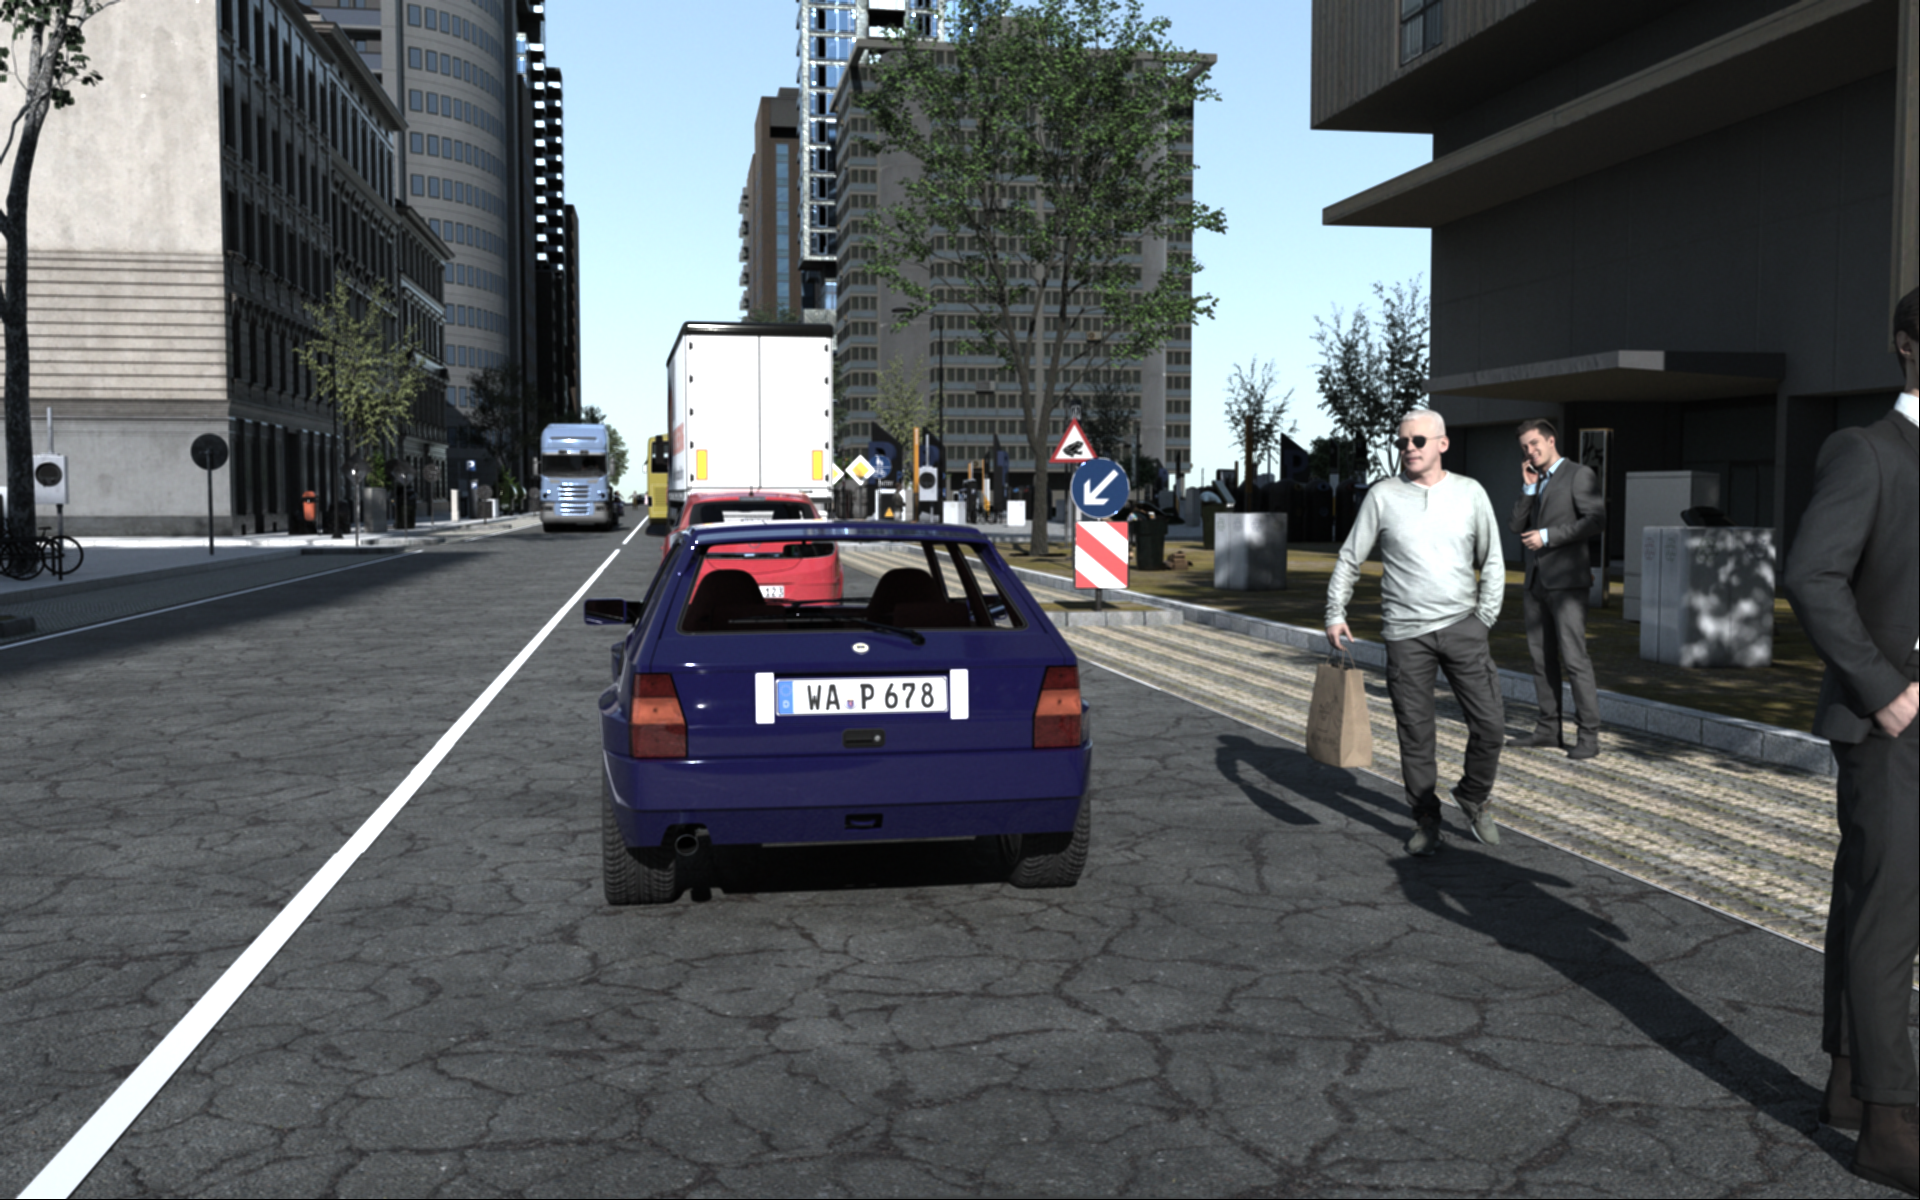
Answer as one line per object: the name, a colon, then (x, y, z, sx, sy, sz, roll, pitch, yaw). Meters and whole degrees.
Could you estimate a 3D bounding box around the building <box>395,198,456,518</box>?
building: (-35.444, -14.356, 99.342, 10.561, 19.102, 19.286, -1, 4, -10)

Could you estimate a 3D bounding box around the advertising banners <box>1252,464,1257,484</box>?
advertising banners: (17.214, -6.225, 97.961, 0.090, 3.025, 2.074, -3, 5, -41)

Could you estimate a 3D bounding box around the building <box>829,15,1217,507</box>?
building: (2.499, -27.716, 145.044, 32.217, 40.220, 23.993, -1, 4, -10)

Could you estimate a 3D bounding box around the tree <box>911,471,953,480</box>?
tree: (-1.431, -5.043, 77.053, 1.663, 3.219, 1.824, 0, 3, 0)

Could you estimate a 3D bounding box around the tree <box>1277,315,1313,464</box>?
tree: (15.129, -7.076, 66.057, 4.360, 8.622, 3.978, 0, 3, 0)

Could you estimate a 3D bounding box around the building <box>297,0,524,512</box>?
building: (-46.310, -36.255, 134.772, 21.231, 58.520, 28.212, -1, 4, -10)

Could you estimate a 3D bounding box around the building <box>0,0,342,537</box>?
building: (-28.077, -12.878, 59.710, 9.793, 20.994, 18.267, -1, 4, -10)

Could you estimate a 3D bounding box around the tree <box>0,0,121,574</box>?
tree: (-16.542, -10.527, 28.007, 12.611, 20.169, 13.585, 0, 3, 0)

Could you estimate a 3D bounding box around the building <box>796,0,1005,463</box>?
building: (-7.237, -52.425, 169.826, 22.319, 86.520, 31.000, -1, 4, -10)

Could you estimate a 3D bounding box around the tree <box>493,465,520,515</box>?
tree: (-27.693, -6.736, 104.742, 1.663, 3.219, 1.824, 0, 3, 0)

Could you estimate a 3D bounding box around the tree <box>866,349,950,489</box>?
tree: (-2.736, -8.480, 89.013, 4.737, 8.622, 4.395, 0, 3, 0)

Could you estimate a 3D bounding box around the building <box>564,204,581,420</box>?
building: (-64.138, -37.234, 258.884, 14.600, 45.320, 14.200, -1, 4, -10)

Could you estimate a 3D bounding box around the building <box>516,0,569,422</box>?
building: (-63.695, -56.401, 234.826, 22.319, 86.520, 31.000, -1, 4, -10)

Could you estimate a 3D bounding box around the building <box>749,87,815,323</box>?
building: (-15.396, -33.182, 192.640, 14.600, 45.320, 14.200, -1, 4, -10)

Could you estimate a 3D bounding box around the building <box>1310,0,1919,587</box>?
building: (22.443, -26.557, 23.441, 28.713, 52.752, 27.495, -1, 4, -10)

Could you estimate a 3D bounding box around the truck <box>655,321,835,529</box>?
truck: (-4.385, -2.745, 33.802, 2.839, 4.237, 11.283, -1, 4, -11)

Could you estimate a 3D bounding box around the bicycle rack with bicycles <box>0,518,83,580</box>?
bicycle rack with bicycles: (-14.780, -0.776, 26.071, 2.925, 0.926, 2.852, -2, 4, -29)

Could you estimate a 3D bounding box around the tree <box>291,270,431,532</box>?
tree: (-19.960, -6.579, 57.927, 4.737, 8.622, 4.395, 0, 3, 0)

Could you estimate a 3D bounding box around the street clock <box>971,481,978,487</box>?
street clock: (0.694, -5.380, 92.541, 0.471, 2.002, 0.358, -3, 4, -36)

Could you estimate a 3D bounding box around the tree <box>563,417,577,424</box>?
tree: (-37.815, -13.271, 167.335, 4.360, 8.622, 3.978, 0, 3, 0)

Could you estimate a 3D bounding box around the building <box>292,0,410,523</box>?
building: (-31.975, -15.266, 78.483, 11.050, 23.489, 19.941, -1, 4, -10)

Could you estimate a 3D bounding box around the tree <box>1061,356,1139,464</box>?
tree: (7.649, -8.639, 91.613, 4.360, 8.622, 3.978, 0, 3, 0)

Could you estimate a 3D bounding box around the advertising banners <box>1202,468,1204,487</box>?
advertising banners: (15.999, -7.293, 115.432, 0.090, 3.025, 2.074, 1, 4, 22)

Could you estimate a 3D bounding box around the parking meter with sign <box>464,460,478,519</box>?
parking meter with sign: (-24.907, -5.642, 88.506, 0.543, 3.016, 1.738, -2, 4, -23)

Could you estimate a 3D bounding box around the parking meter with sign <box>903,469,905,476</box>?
parking meter with sign: (-4.258, -7.573, 120.076, 0.543, 3.016, 1.738, 1, 4, 12)

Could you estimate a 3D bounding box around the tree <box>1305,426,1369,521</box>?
tree: (18.140, -6.139, 84.094, 4.285, 4.588, 4.351, 0, 3, 0)

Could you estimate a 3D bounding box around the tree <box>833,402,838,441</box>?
tree: (-9.649, -9.448, 104.843, 4.360, 8.622, 3.978, 0, 3, 0)

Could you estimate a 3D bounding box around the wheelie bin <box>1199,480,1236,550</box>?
wheelie bin: (5.890, -1.948, 39.760, 0.693, 1.594, 0.980, 2, 4, 27)

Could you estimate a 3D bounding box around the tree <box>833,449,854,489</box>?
tree: (-4.840, -4.652, 70.668, 1.663, 3.219, 1.824, 0, 3, 0)

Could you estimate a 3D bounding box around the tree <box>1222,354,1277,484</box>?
tree: (15.687, -8.653, 91.836, 4.360, 8.622, 3.978, 0, 3, 0)

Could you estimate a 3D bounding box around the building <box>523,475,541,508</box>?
building: (-56.220, -28.671, 160.650, 32.217, 40.220, 23.993, -1, 4, -10)

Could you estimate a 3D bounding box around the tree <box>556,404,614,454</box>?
tree: (-43.337, -16.677, 198.424, 9.928, 11.665, 9.643, 0, 3, 0)

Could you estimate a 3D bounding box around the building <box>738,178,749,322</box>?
building: (-19.917, -38.329, 246.287, 23.786, 49.044, 30.456, -1, 4, -10)

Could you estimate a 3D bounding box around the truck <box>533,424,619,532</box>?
truck: (-15.640, -5.032, 72.027, 2.967, 4.110, 18.799, -1, 4, -10)

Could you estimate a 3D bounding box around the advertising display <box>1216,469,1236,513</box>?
advertising display: (6.924, -2.438, 45.082, 0.123, 1.923, 0.974, 2, 4, 33)

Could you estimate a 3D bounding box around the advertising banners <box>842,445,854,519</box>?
advertising banners: (-4.118, -4.109, 63.377, 0.090, 3.025, 2.074, 0, 4, 7)

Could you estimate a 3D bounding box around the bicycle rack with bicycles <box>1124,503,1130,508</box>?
bicycle rack with bicycles: (10.269, -6.514, 119.888, 2.852, 0.926, 2.925, -1, 4, -23)

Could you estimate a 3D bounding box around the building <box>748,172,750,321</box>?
building: (-19.936, -35.066, 223.441, 14.600, 45.320, 14.200, -1, 4, -10)

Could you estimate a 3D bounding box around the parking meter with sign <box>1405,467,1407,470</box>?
parking meter with sign: (27.399, -6.683, 105.525, 0.543, 3.016, 1.738, 0, 4, -7)

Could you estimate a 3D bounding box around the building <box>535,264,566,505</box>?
building: (-56.370, -27.058, 214.098, 14.160, 30.474, 14.107, -1, 4, -10)

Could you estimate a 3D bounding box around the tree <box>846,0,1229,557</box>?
tree: (1.569, -6.702, 35.341, 9.928, 11.665, 9.643, 0, 3, 0)

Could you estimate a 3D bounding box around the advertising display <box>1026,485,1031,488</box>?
advertising display: (4.865, -7.182, 122.635, 0.123, 1.923, 0.974, -1, 4, -11)

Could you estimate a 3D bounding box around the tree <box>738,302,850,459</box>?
tree: (-11.455, -12.710, 114.463, 9.857, 13.997, 8.962, 0, 3, 0)

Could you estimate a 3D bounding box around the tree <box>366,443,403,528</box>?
tree: (-21.886, -4.339, 65.551, 1.663, 3.219, 1.824, 0, 3, 0)

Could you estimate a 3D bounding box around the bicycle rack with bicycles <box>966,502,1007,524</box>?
bicycle rack with bicycles: (1.048, -3.749, 74.682, 2.852, 0.926, 2.925, -1, 4, -21)

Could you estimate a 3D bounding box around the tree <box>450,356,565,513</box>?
tree: (-30.210, -11.111, 116.085, 8.767, 10.594, 7.601, 1, 4, 14)

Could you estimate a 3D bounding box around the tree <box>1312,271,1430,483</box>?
tree: (14.414, -6.576, 57.887, 4.360, 8.622, 3.978, 0, 3, 0)

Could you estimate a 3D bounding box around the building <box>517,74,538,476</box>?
building: (-51.859, -32.443, 180.556, 14.600, 45.320, 14.200, -1, 4, -10)

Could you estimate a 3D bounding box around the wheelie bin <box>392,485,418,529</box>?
wheelie bin: (-20.332, -3.402, 63.539, 0.693, 1.594, 0.980, 3, 4, 36)

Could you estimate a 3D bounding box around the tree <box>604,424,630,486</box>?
tree: (-56.606, -22.039, 278.462, 7.486, 12.596, 7.792, 0, 3, 0)

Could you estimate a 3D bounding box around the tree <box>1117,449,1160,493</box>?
tree: (12.764, -8.641, 124.997, 4.285, 4.588, 4.351, 0, 3, 0)
